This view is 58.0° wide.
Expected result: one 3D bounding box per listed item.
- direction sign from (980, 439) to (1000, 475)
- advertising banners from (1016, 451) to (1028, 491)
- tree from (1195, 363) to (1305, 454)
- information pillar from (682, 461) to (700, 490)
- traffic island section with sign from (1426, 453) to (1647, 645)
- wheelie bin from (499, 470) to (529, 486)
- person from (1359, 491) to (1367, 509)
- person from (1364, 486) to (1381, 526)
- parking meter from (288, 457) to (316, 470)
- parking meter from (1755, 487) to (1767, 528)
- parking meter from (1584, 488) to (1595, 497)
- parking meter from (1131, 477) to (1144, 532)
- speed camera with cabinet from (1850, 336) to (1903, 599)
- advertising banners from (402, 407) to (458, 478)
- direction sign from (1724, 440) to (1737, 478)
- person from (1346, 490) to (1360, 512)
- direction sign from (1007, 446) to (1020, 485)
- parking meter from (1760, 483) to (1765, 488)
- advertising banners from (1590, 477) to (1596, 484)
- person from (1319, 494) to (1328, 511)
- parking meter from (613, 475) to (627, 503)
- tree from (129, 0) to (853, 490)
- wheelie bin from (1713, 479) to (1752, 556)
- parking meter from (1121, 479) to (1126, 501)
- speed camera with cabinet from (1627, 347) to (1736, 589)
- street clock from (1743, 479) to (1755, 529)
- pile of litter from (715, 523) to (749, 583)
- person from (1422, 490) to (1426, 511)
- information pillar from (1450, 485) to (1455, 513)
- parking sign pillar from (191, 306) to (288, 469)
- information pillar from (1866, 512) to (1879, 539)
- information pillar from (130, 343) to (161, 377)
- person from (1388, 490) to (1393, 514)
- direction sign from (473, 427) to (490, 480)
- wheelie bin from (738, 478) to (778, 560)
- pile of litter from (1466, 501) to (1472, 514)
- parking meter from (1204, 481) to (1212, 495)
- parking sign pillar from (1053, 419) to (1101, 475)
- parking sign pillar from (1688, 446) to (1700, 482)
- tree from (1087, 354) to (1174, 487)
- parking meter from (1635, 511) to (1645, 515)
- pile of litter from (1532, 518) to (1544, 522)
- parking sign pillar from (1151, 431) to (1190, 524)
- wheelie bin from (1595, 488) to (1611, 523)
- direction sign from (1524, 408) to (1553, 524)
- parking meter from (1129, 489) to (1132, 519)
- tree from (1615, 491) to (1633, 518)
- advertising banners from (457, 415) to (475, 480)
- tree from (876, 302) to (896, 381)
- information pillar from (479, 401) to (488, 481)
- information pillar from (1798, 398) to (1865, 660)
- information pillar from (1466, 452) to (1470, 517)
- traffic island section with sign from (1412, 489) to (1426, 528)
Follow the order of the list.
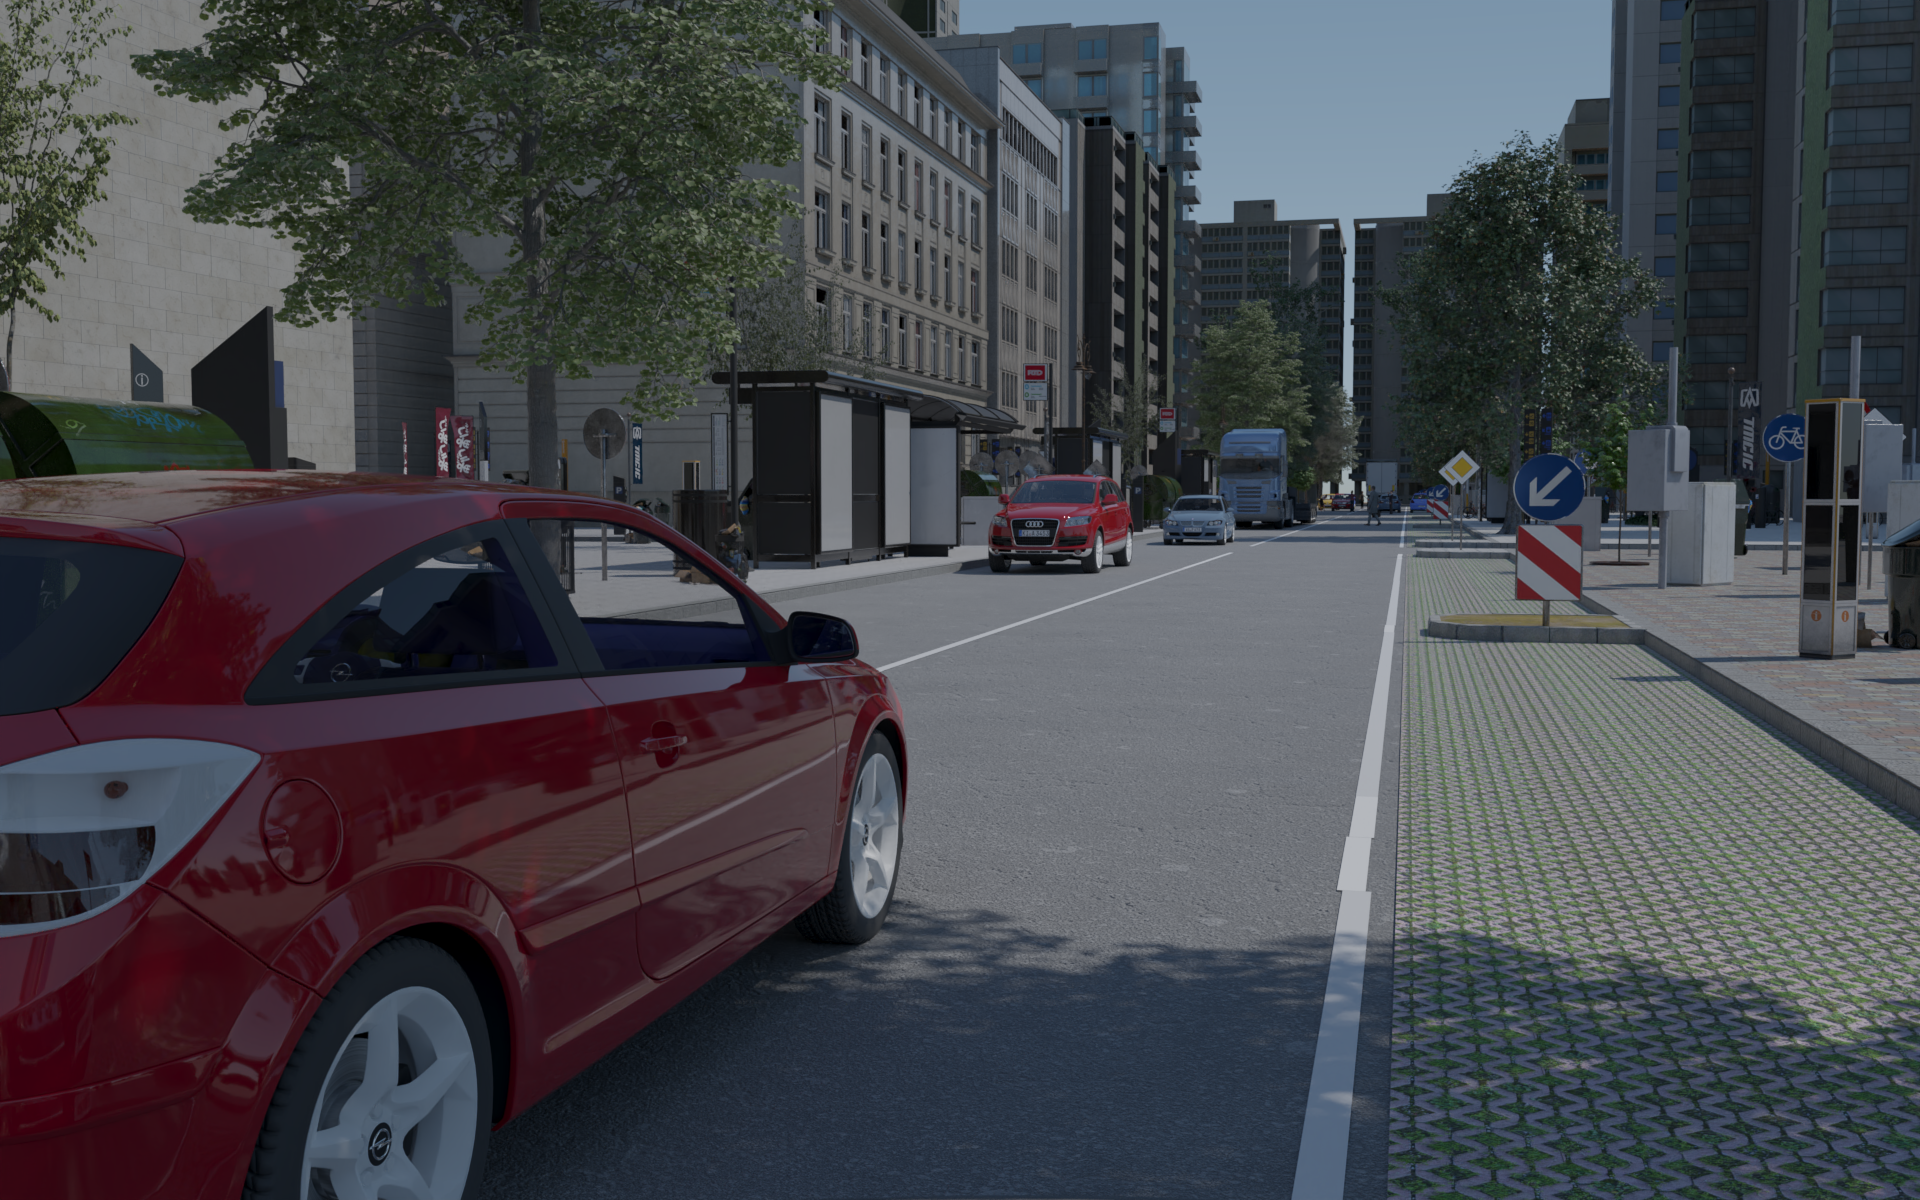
[{"bbox_3d":[1.225,-4.852,71.323,0.876,3.537,0.379,1,4,21],"label":"direction sign"},{"bbox_3d":[2.403,-4.548,70.543,0.090,3.025,2.074,-2,4,-27],"label":"advertising banners"},{"bbox_3d":[18.618,-10.779,110.643,7.601,10.594,8.767,-1,4,-20],"label":"tree"},{"bbox_3d":[-5.948,-2.072,38.371,0.304,2.012,0.304,1,4,12],"label":"information pillar"},{"bbox_3d":[5.773,-0.543,17.500,1.989,1.847,2.006,1,4,14],"label":"traffic island section with sign"},{"bbox_3d":[-5.774,-0.904,22.690,0.980,1.594,0.693,3,5,43],"label":"wheelie bin"},{"bbox_3d":[39.410,-9.793,169.336,1.217,1.735,0.721,-3,5,-41],"label":"person"},{"bbox_3d":[18.682,-4.268,78.384,0.767,1.812,0.694,3,5,44],"label":"person"},{"bbox_3d":[-10.465,-1.340,27.621,0.255,1.863,0.399,3,5,40],"label":"parking meter"},{"bbox_3d":[30.073,-3.464,65.041,0.372,1.533,0.369,0,3,0],"label":"parking meter"},{"bbox_3d":[23.599,-3.457,64.931,0.372,1.533,0.369,0,3,0],"label":"parking meter"},{"bbox_3d":[5.966,-3.213,58.248,0.399,1.863,0.255,0,4,5],"label":"parking meter"},{"bbox_3d":[11.535,-1.639,21.138,0.660,3.252,2.038,-1,4,-12],"label":"speed camera with cabinet"},{"bbox_3d":[-10.647,-2.324,34.192,0.090,3.025,2.074,1,4,19],"label":"advertising banners"},{"bbox_3d":[32.216,-4.915,72.355,0.876,3.537,0.379,-2,4,-28],"label":"direction sign"},{"bbox_3d":[31.146,-7.836,137.346,1.217,1.743,0.721,3,5,40],"label":"person"},{"bbox_3d":[2.562,-5.533,82.465,0.379,3.537,0.876,-3,5,-42],"label":"direction sign"},{"bbox_3d":[41.592,-5.128,89.558,0.399,1.863,0.255,3,5,43],"label":"parking meter"},{"bbox_3d":[34.535,-6.134,96.476,2.074,3.025,0.090,0,4,5],"label":"advertising banners"},{"bbox_3d":[30.714,-8.226,146.185,0.799,1.438,0.628,1,4,21],"label":"person"},{"bbox_3d":[-10.673,-2.979,54.416,0.399,1.863,0.255,0,3,0],"label":"parking meter"},{"bbox_3d":[-4.892,-6.179,19.162,7.486,12.596,7.792,0,3,0],"label":"tree"},{"bbox_3d":[16.035,-1.735,36.279,0.980,1.594,0.693,0,4,-7],"label":"wheelie bin"},{"bbox_3d":[6.324,-3.786,67.619,0.255,1.863,0.399,-1,4,-13],"label":"parking meter"},{"bbox_3d":[10.025,-1.816,24.027,2.038,3.252,0.660,-3,5,-40],"label":"speed camera with cabinet"},{"bbox_3d":[28.951,-3.611,63.611,0.358,2.002,0.471,0,4,-2],"label":"street clock"},{"bbox_3d":[-3.592,-0.684,25.146,1.176,0.858,1.719,1,4,12],"label":"pile of litter"},{"bbox_3d":[38.944,-8.302,144.760,0.750,1.759,0.617,0,4,5],"label":"person"},{"bbox_3d":[33.020,-6.824,116.058,0.304,2.012,0.304,1,4,20],"label":"information pillar"},{"bbox_3d":[-10.477,-2.247,25.217,1.447,3.967,1.447,1,4,14],"label":"parking sign pillar"},{"bbox_3d":[26.151,-2.759,49.594,0.304,2.012,0.304,2,4,35],"label":"information pillar"},{"bbox_3d":[-12.724,-2.189,27.150,0.183,3.616,0.504,3,5,39],"label":"information pillar"},{"bbox_3d":[30.609,-6.977,123.383,0.445,1.727,0.742,-2,4,-28],"label":"person"},{"bbox_3d":[-16.291,-4.075,58.624,0.876,3.537,0.379,-3,5,-44],"label":"direction sign"},{"bbox_3d":[-3.920,-1.579,33.722,0.693,1.594,0.980,1,4,16],"label":"wheelie bin"},{"bbox_3d":[35.201,-6.287,116.760,1.719,0.858,1.176,-3,5,-39],"label":"pile of litter"},{"bbox_3d":[11.269,-4.468,78.769,0.255,1.863,0.399,2,4,34],"label":"parking meter"},{"bbox_3d":[4.354,-4.493,61.932,1.447,3.967,1.447,-1,4,-19],"label":"parking sign pillar"},{"bbox_3d":[30.826,-5.226,73.915,1.447,3.967,1.447,0,4,4],"label":"parking sign pillar"},{"bbox_3d":[8.929,-8.566,90.424,4.360,8.622,3.978,0,3,0],"label":"tree"},{"bbox_3d":[28.689,-3.953,73.039,0.372,1.533,0.369,0,3,0],"label":"parking meter"},{"bbox_3d":[29.113,-4.429,86.379,1.176,0.858,1.719,1,4,15],"label":"pile of litter"},{"bbox_3d":[8.863,-5.243,74.202,1.447,3.967,1.447,-3,5,-41],"label":"parking sign pillar"},{"bbox_3d":[28.016,-4.154,75.818,0.693,1.594,0.980,-3,5,-40],"label":"wheelie bin"},{"bbox_3d":[15.341,-3.304,46.024,0.379,3.537,0.876,-2,4,-34],"label":"direction sign"},{"bbox_3d":[8.159,-4.525,82.391,0.372,1.533,0.369,0,3,0],"label":"parking meter"},{"bbox_3d":[36.220,-6.711,93.432,4.285,4.588,4.351,0,3,0],"label":"tree"},{"bbox_3d":[-10.348,-2.606,38.790,2.074,3.025,0.090,-2,4,-27],"label":"advertising banners"},{"bbox_3d":[-4.268,-6.286,53.143,4.360,8.622,3.978,0,3,0],"label":"tree"},{"bbox_3d":[-11.955,-3.189,43.491,0.183,3.616,0.504,-2,4,-29],"label":"information pillar"},{"bbox_3d":[6.791,-0.551,13.503,0.304,2.012,0.304,-2,4,-28],"label":"information pillar"},{"bbox_3d":[27.954,-6.359,95.324,0.183,3.616,0.504,1,4,23],"label":"information pillar"},{"bbox_3d":[19.959,-3.898,72.354,1.989,1.847,2.006,1,4,14],"label":"traffic island section with sign"}]
